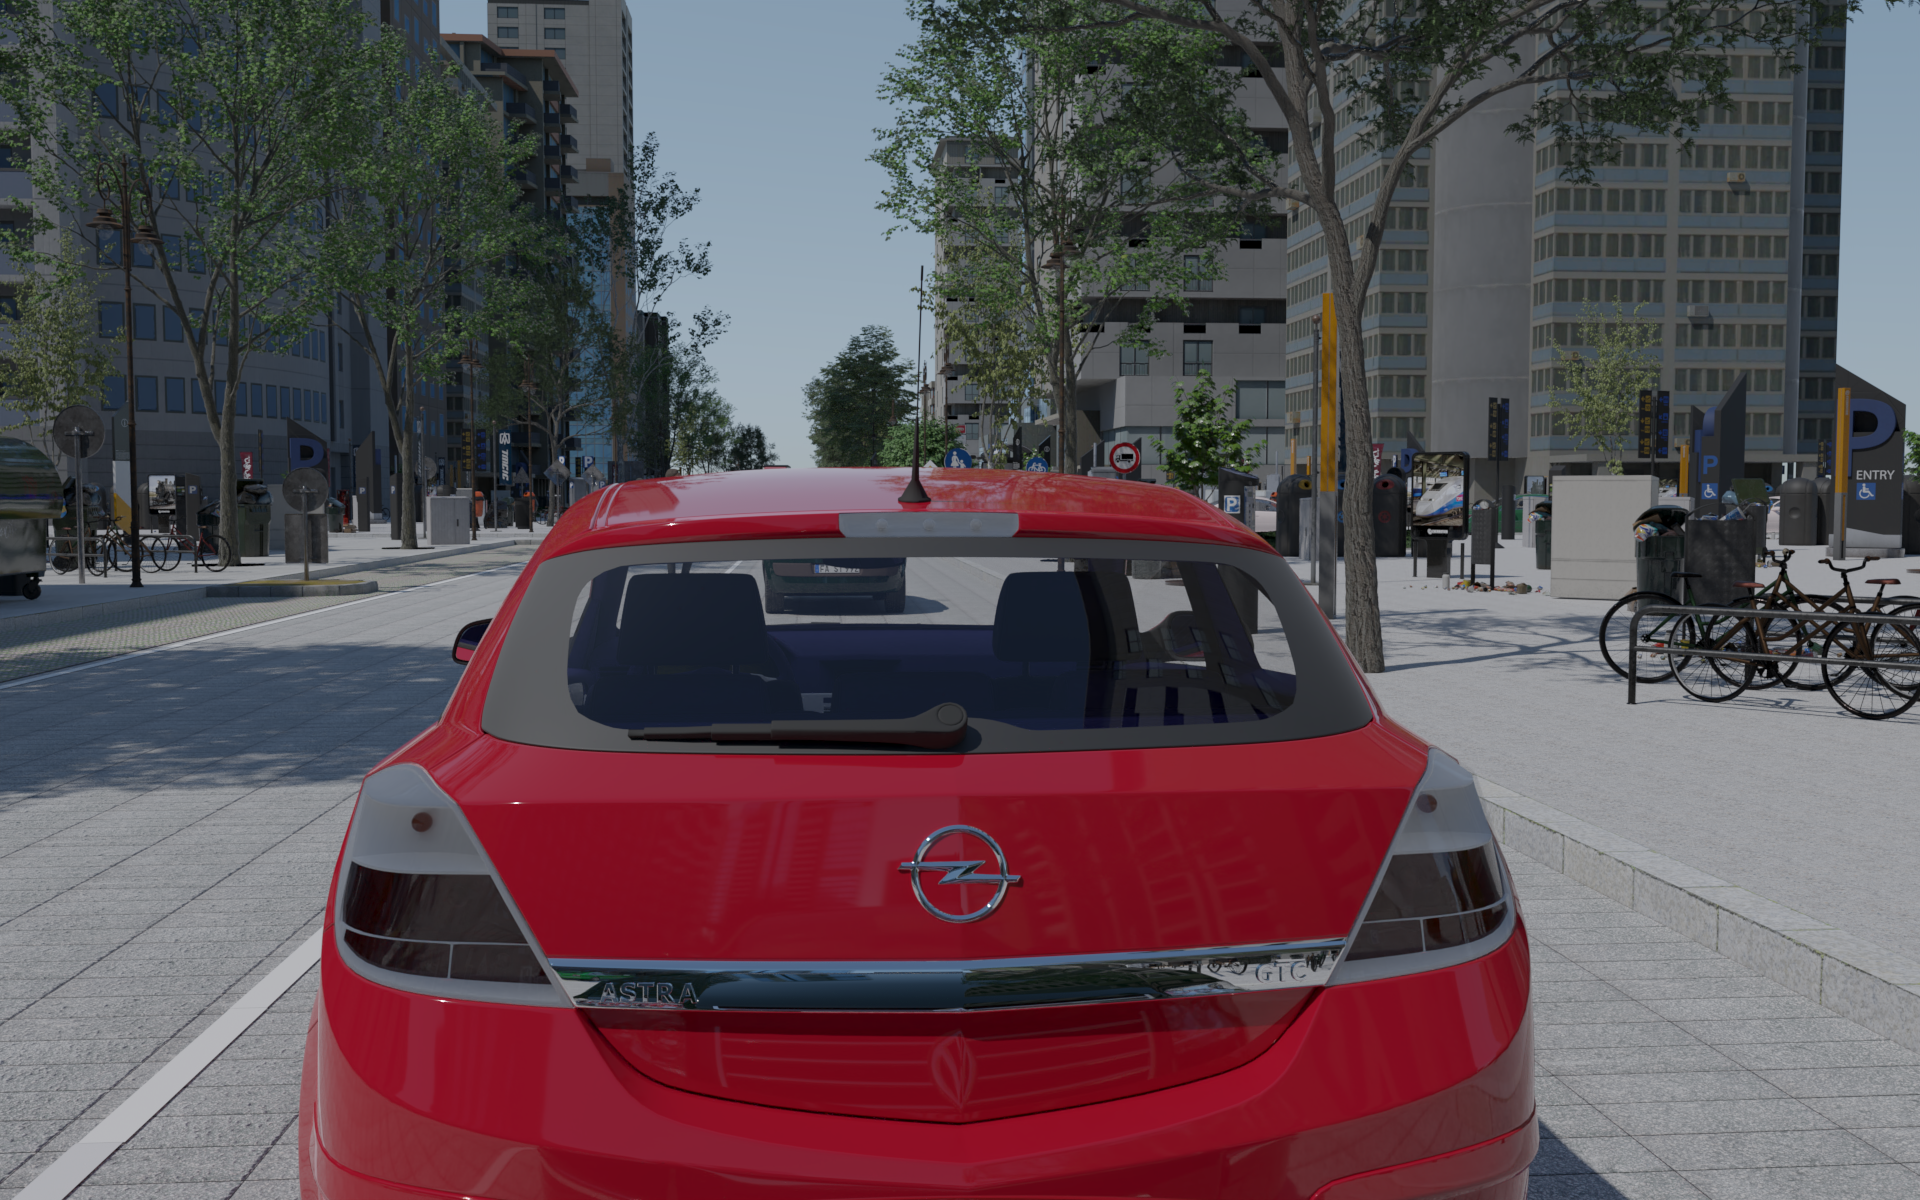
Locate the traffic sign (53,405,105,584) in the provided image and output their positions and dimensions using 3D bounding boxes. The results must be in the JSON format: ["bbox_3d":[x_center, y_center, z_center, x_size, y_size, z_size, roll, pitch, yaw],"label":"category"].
[{"bbox_3d":[-12.570,-1.505,24.719,0.768,2.556,0.104,0,4,3],"label":"traffic sign"}]

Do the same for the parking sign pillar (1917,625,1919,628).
[{"bbox_3d":[9.847,-1.697,16.223,1.447,3.967,1.447,-3,5,-45],"label":"parking sign pillar"}]

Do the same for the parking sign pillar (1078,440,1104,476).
[{"bbox_3d":[6.510,-5.965,86.005,1.447,3.967,1.447,-2,4,-24],"label":"parking sign pillar"}]

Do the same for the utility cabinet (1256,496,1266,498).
[{"bbox_3d":[11.728,-3.485,68.136,0.306,1.237,1.020,-1,4,-9],"label":"utility cabinet"}]

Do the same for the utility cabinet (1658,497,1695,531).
[{"bbox_3d":[15.148,-1.586,37.086,1.020,1.237,0.306,3,5,41],"label":"utility cabinet"}]

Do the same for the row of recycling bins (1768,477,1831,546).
[{"bbox_3d":[22.079,-2.246,43.831,3.534,1.692,1.069,-2,4,-31],"label":"row of recycling bins"}]

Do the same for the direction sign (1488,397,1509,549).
[{"bbox_3d":[12.670,-2.985,40.804,0.876,3.537,0.379,-3,5,-43],"label":"direction sign"}]

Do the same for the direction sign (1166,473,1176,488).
[{"bbox_3d":[12.652,-6.720,101.876,0.379,3.537,0.876,-3,4,-36],"label":"direction sign"}]

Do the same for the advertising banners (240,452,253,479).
[{"bbox_3d":[-28.704,-4.614,71.631,2.074,3.025,0.090,0,4,-1],"label":"advertising banners"}]

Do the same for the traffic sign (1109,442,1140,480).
[{"bbox_3d":[4.032,-2.596,42.549,0.768,2.556,0.104,0,4,-1],"label":"traffic sign"}]

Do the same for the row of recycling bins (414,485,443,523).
[{"bbox_3d":[-24.208,-4.375,78.637,3.534,1.692,1.069,3,5,42],"label":"row of recycling bins"}]

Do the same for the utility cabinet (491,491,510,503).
[{"bbox_3d":[-29.753,-6.331,112.189,1.173,1.500,0.318,-1,4,-12],"label":"utility cabinet"}]

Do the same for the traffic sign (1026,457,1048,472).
[{"bbox_3d":[2.634,-3.626,59.384,0.768,2.556,0.104,0,3,0],"label":"traffic sign"}]

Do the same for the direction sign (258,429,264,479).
[{"bbox_3d":[-24.584,-4.218,60.959,0.379,3.537,0.876,-1,4,-14],"label":"direction sign"}]

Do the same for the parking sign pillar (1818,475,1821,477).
[{"bbox_3d":[60.254,-8.168,122.013,1.447,3.967,1.447,2,4,30],"label":"parking sign pillar"}]

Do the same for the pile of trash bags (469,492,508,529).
[{"bbox_3d":[-17.862,-3.358,64.651,1.912,1.369,3.447,-1,4,-12],"label":"pile of trash bags"}]

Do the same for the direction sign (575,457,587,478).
[{"bbox_3d":[-23.026,-6.958,105.759,0.876,3.537,0.379,-1,4,-16],"label":"direction sign"}]

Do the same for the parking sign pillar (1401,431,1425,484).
[{"bbox_3d":[19.231,-5.206,73.598,1.447,3.967,1.447,-1,4,-14],"label":"parking sign pillar"}]

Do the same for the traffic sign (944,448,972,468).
[{"bbox_3d":[-0.054,-2.929,47.994,0.768,2.556,0.104,0,4,-4],"label":"traffic sign"}]

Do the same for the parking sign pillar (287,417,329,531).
[{"bbox_3d":[-22.699,-4.394,60.320,1.447,3.967,1.447,-2,4,-25],"label":"parking sign pillar"}]

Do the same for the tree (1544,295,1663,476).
[{"bbox_3d":[23.745,-6.912,63.376,4.737,8.622,4.395,0,3,0],"label":"tree"}]

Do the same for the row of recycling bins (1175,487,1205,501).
[{"bbox_3d":[9.262,-3.828,69.695,1.069,1.692,3.534,0,4,-2],"label":"row of recycling bins"}]

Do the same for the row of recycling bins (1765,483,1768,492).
[{"bbox_3d":[29.857,-3.449,63.503,3.534,1.692,1.069,0,4,-1],"label":"row of recycling bins"}]

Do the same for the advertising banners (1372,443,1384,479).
[{"bbox_3d":[13.577,-3.895,59.866,2.074,3.025,0.090,1,4,13],"label":"advertising banners"}]

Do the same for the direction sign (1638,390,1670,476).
[{"bbox_3d":[15.165,-2.809,37.918,0.876,3.537,0.379,-2,4,-26],"label":"direction sign"}]

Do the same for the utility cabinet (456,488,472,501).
[{"bbox_3d":[-19.526,-3.604,67.610,1.173,1.500,0.318,-2,4,-31],"label":"utility cabinet"}]

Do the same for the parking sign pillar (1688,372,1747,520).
[{"bbox_3d":[16.768,-3.033,38.068,1.447,3.967,1.447,-3,5,-43],"label":"parking sign pillar"}]

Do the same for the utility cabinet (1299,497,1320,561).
[{"bbox_3d":[6.855,-1.386,33.816,0.306,1.237,1.020,0,4,0],"label":"utility cabinet"}]

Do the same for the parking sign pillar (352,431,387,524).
[{"bbox_3d":[-25.450,-5.264,74.532,1.447,3.967,1.447,3,4,39],"label":"parking sign pillar"}]

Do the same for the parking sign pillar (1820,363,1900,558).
[{"bbox_3d":[18.528,-2.867,35.351,1.447,3.967,1.447,2,4,33],"label":"parking sign pillar"}]

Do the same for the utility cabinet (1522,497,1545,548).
[{"bbox_3d":[13.832,-1.871,41.747,0.306,1.237,1.020,0,4,5],"label":"utility cabinet"}]

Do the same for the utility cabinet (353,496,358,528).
[{"bbox_3d":[-22.503,-3.293,64.999,0.306,1.237,1.020,-2,4,-33],"label":"utility cabinet"}]

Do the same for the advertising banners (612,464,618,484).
[{"bbox_3d":[-20.976,-6.507,102.579,2.074,3.025,0.090,2,4,30],"label":"advertising banners"}]

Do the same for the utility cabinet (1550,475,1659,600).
[{"bbox_3d":[7.791,-0.750,20.944,1.173,1.500,0.318,3,4,39],"label":"utility cabinet"}]

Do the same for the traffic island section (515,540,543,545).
[{"bbox_3d":[-11.603,-1.692,49.940,2.009,0.180,2.903,0,4,-5],"label":"traffic island section"}]

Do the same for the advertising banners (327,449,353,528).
[{"bbox_3d":[-23.631,-4.293,66.376,2.074,3.025,0.090,-3,5,-45],"label":"advertising banners"}]

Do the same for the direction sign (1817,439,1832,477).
[{"bbox_3d":[35.805,-4.880,71.783,0.876,3.537,0.379,-2,4,-30],"label":"direction sign"}]

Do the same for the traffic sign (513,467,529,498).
[{"bbox_3d":[-21.017,-5.083,83.119,0.884,2.594,0.081,0,4,0],"label":"traffic sign"}]

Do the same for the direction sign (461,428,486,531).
[{"bbox_3d":[-16.846,-4.164,60.072,0.876,3.537,0.379,-3,4,-37],"label":"direction sign"}]

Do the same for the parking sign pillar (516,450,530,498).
[{"bbox_3d":[-26.725,-7.194,106.086,1.447,3.967,1.447,-3,4,-38],"label":"parking sign pillar"}]

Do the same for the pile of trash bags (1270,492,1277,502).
[{"bbox_3d":[12.721,-3.846,72.635,1.912,1.369,3.447,-1,4,-14],"label":"pile of trash bags"}]

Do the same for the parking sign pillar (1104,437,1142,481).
[{"bbox_3d":[7.932,-5.716,81.926,1.447,3.967,1.447,-2,4,-29],"label":"parking sign pillar"}]

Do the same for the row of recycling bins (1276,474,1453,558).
[{"bbox_3d":[8.271,-1.738,35.528,3.534,1.692,1.069,1,4,12],"label":"row of recycling bins"}]

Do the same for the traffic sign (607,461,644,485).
[{"bbox_3d":[-20.538,-6.883,106.413,2.265,3.308,0.079,0,4,5],"label":"traffic sign"}]

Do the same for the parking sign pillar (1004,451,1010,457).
[{"bbox_3d":[2.430,-7.218,106.480,1.447,3.967,1.447,0,4,-6],"label":"parking sign pillar"}]

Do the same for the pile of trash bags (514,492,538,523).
[{"bbox_3d":[-20.133,-4.228,78.885,1.912,1.369,3.447,-3,4,-36],"label":"pile of trash bags"}]

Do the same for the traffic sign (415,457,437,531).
[{"bbox_3d":[-18.344,-3.630,59.451,0.768,2.556,0.104,0,4,4],"label":"traffic sign"}]

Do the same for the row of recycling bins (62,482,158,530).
[{"bbox_3d":[-30.469,-3.350,61.892,3.534,1.692,1.069,-1,4,-20],"label":"row of recycling bins"}]

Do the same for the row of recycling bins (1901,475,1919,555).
[{"bbox_3d":[20.593,-1.902,38.215,1.069,1.692,3.534,1,4,14],"label":"row of recycling bins"}]

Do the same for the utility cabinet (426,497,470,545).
[{"bbox_3d":[-12.971,-2.003,43.916,1.020,1.237,0.306,-3,4,-37],"label":"utility cabinet"}]

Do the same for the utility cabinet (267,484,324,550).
[{"bbox_3d":[-15.038,-1.870,39.253,1.173,1.500,0.318,-1,4,-15],"label":"utility cabinet"}]

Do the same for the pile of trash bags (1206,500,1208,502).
[{"bbox_3d":[9.446,-3.222,62.435,1.912,1.369,3.447,0,3,0],"label":"pile of trash bags"}]
